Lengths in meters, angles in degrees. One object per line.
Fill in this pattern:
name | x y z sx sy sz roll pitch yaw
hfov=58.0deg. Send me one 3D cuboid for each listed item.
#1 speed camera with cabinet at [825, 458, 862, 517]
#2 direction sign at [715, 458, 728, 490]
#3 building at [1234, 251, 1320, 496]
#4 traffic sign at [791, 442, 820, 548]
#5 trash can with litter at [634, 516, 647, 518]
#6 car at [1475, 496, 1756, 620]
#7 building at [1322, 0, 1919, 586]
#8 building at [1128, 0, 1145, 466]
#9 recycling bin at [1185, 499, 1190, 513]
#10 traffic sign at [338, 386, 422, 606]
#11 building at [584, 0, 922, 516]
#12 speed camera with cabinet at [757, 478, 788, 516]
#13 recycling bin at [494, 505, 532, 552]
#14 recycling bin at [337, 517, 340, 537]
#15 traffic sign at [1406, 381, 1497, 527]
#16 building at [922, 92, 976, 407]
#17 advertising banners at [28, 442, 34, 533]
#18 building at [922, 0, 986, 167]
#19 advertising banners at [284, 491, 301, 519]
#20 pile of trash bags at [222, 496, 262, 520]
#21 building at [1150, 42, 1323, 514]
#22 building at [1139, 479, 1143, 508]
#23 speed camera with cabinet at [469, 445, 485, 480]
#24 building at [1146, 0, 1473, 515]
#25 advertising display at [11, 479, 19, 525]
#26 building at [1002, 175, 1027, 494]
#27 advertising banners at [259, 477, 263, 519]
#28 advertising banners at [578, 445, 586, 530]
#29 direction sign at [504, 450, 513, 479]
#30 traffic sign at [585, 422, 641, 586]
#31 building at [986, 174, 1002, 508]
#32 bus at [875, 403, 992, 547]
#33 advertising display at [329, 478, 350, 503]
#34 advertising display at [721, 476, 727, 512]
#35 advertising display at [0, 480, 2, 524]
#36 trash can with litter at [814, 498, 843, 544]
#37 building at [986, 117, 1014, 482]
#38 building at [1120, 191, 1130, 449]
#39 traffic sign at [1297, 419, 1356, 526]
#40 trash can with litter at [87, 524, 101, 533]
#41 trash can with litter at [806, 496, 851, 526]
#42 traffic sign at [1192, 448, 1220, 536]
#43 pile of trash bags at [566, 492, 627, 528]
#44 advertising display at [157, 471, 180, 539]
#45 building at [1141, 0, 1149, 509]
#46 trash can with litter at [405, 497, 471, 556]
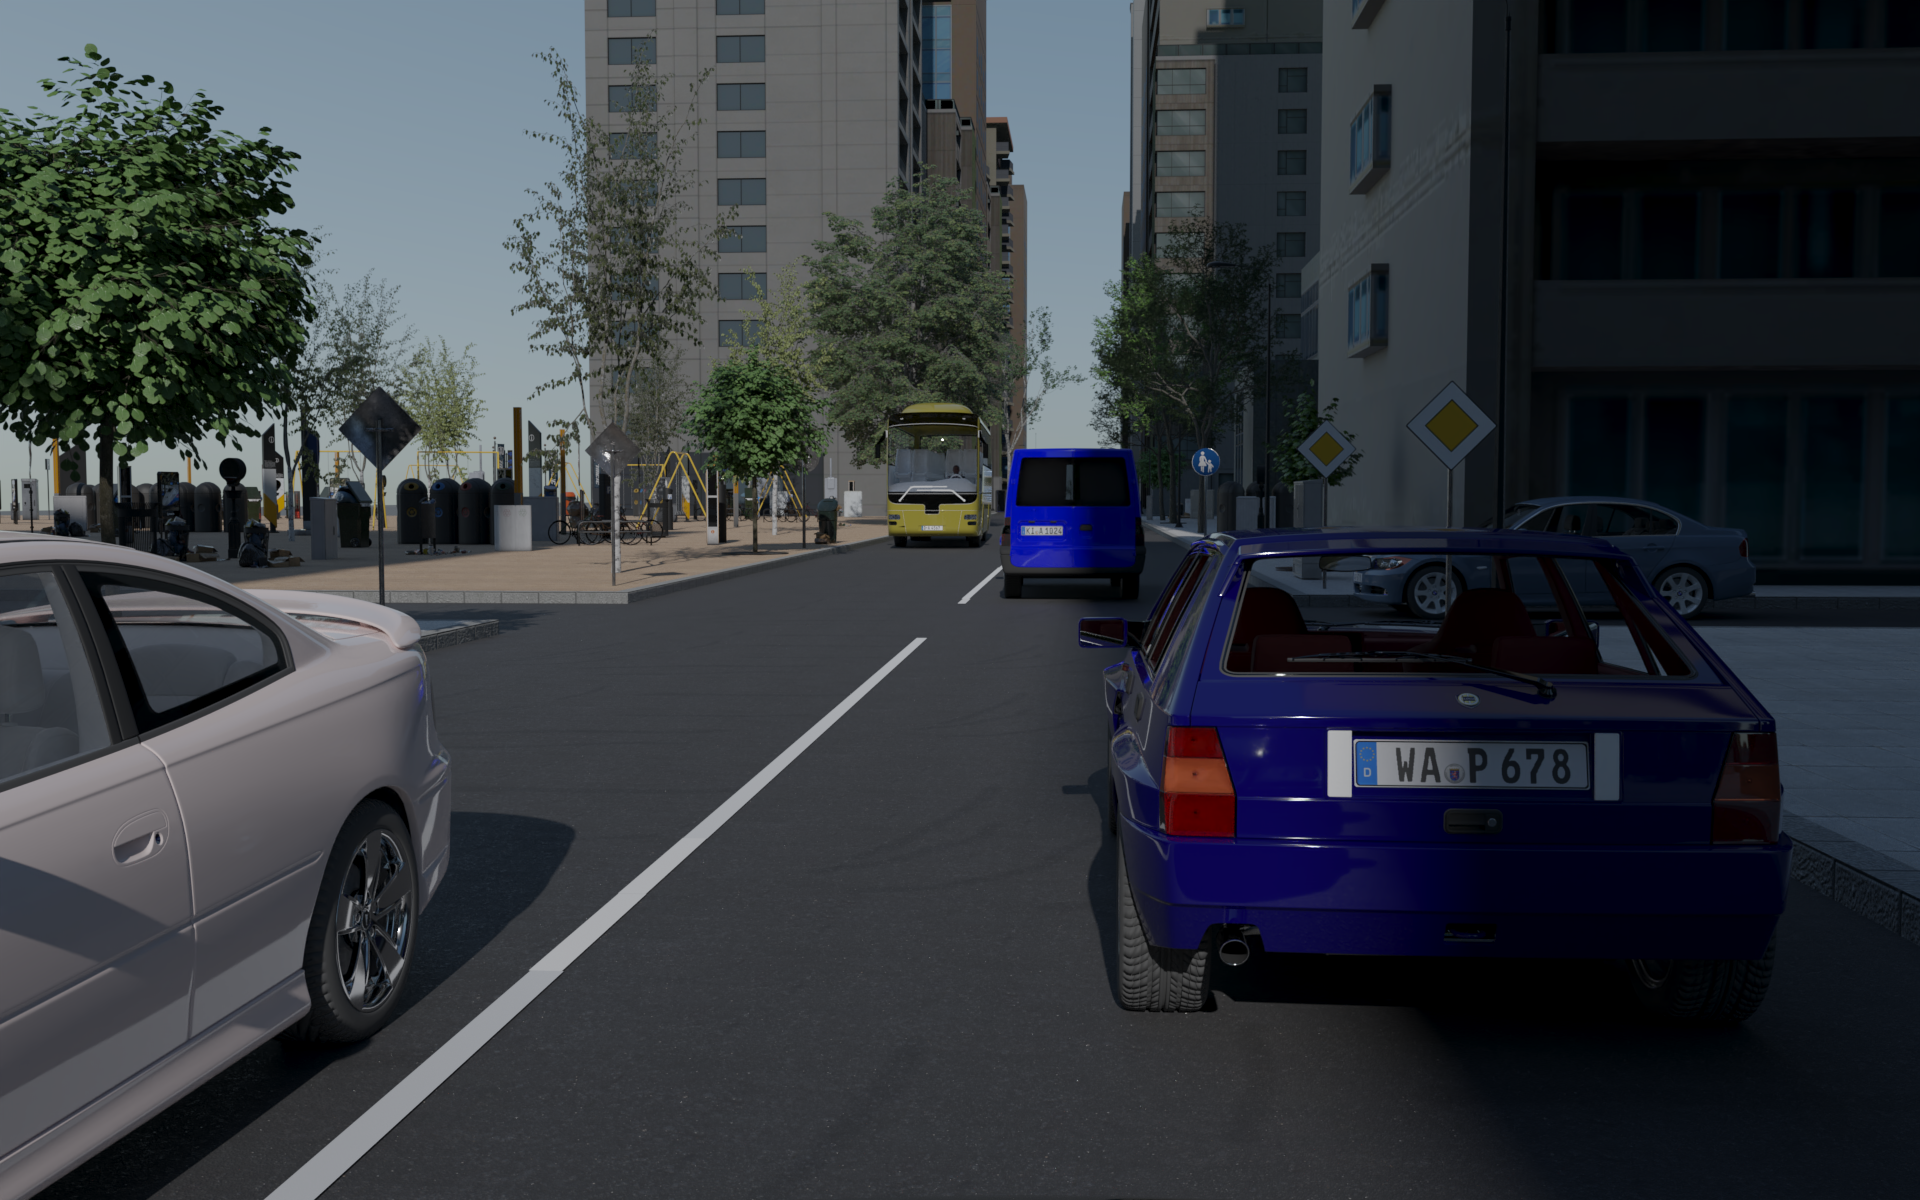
speed camera with cabinet | -6.448 -6.201 95.717 2.038 3.252 0.660 0 4 -5
direction sign | -13.179 -6.319 95.319 0.876 3.537 0.379 0 4 5
building | 24.860 -46.632 75.110 22.319 86.520 31.000 0 4 4
traffic sign | -3.711 -2.511 41.159 0.768 2.556 0.104 1 4 10
trash can with litter | -16.624 -5.097 94.400 2.233 1.210 1.678 0 4 5
car | 6.938 -0.518 20.466 4.499 1.417 2.014 0 4 2
building | 18.093 -24.972 31.991 21.600 48.544 21.300 0 4 4
building | 29.756 -40.030 196.493 21.231 58.520 28.212 0 4 4
recycling bin | 12.721 -4.999 94.286 0.722 1.027 0.722 2 4 30
traffic sign | -5.405 -0.766 16.162 0.795 2.450 0.064 0 4 4
building | -10.797 -41.033 109.141 20.563 71.187 20.611 0 4 4
speed camera with cabinet | -10.875 -6.439 99.609 2.038 3.252 0.660 -2 4 -31
recycling bin | -10.076 -1.620 39.036 0.722 1.027 0.722 -2 4 -24
recycling bin | -18.227 -2.397 51.745 0.722 1.027 0.722 -1 4 -19
traffic sign | 4.362 -0.722 15.440 0.795 2.450 0.064 0 4 4
building | -6.249 -21.757 127.428 14.160 30.474 14.107 0 4 4
advertising banners | -21.514 -2.685 40.094 0.090 3.025 2.074 -2 4 -28
building | -5.150 -30.048 141.398 14.600 45.320 14.200 0 4 4
advertising banners | -34.324 -5.714 89.611 2.074 3.025 0.090 3 4 36
pile of trash bags | -36.563 -4.676 86.198 3.447 1.369 1.912 -2 4 -29
building | 19.680 -20.986 114.820 14.160 30.474 14.107 0 4 4
building | 24.118 -29.389 164.105 14.154 41.232 14.086 0 4 4
speed camera with cabinet | -19.588 -4.643 70.246 0.660 3.252 2.038 -1 4 -13
building | 25.392 -31.072 131.725 21.300 48.544 21.600 0 4 4
advertising display | -39.927 -4.157 73.178 0.123 1.923 0.974 -3 4 -36
building | 2.317 -36.339 244.248 14.600 45.320 14.200 0 4 4
advertising banners | -33.707 -5.306 82.935 0.090 3.025 2.074 1 4 23
advertising banners | -12.929 -3.848 59.100 0.090 3.025 2.074 0 4 -7
direction sign | -23.344 -5.948 89.241 0.876 3.537 0.379 2 4 33
traffic sign | -4.831 -1.253 24.127 0.795 2.450 0.064 0 4 4
building | -3.555 -23.498 155.901 14.160 30.474 14.107 0 4 4
bus | -0.477 -3.595 50.329 2.896 3.916 12.252 0 4 2
advertising display | -24.484 -3.865 68.413 0.974 1.923 0.123 2 4 25
advertising display | -8.637 -3.551 63.277 0.123 1.923 0.974 0 4 -3
advertising display | -42.045 -4.281 75.205 0.974 1.923 0.123 1 4 19
trash can with litter | -3.406 -2.031 44.589 0.624 1.170 1.055 0 4 8
building | -5.166 -33.240 198.099 22.147 44.769 28.867 0 4 4
building | 30.160 -36.611 248.700 14.600 45.320 14.200 0 4 4
traffic sign | 4.937 -1.209 23.404 0.795 2.450 0.064 0 4 4
trash can with litter | -28.492 -2.828 57.618 1.055 1.170 0.624 0 4 -5
trash can with litter | -5.101 -3.574 69.499 1.678 1.210 2.233 -2 4 -25
traffic sign | 6.819 -2.933 48.057 0.768 2.556 0.104 1 4 11
pile of trash bags | -14.413 -3.508 67.112 1.912 1.369 3.447 -3 5 -44
advertising display | -22.580 -2.705 49.435 0.123 1.923 0.974 0 4 5
building | 22.783 -30.570 149.923 14.600 45.320 14.200 0 4 4
trash can with litter | -11.125 -1.600 37.211 1.678 1.210 2.233 1 4 16
